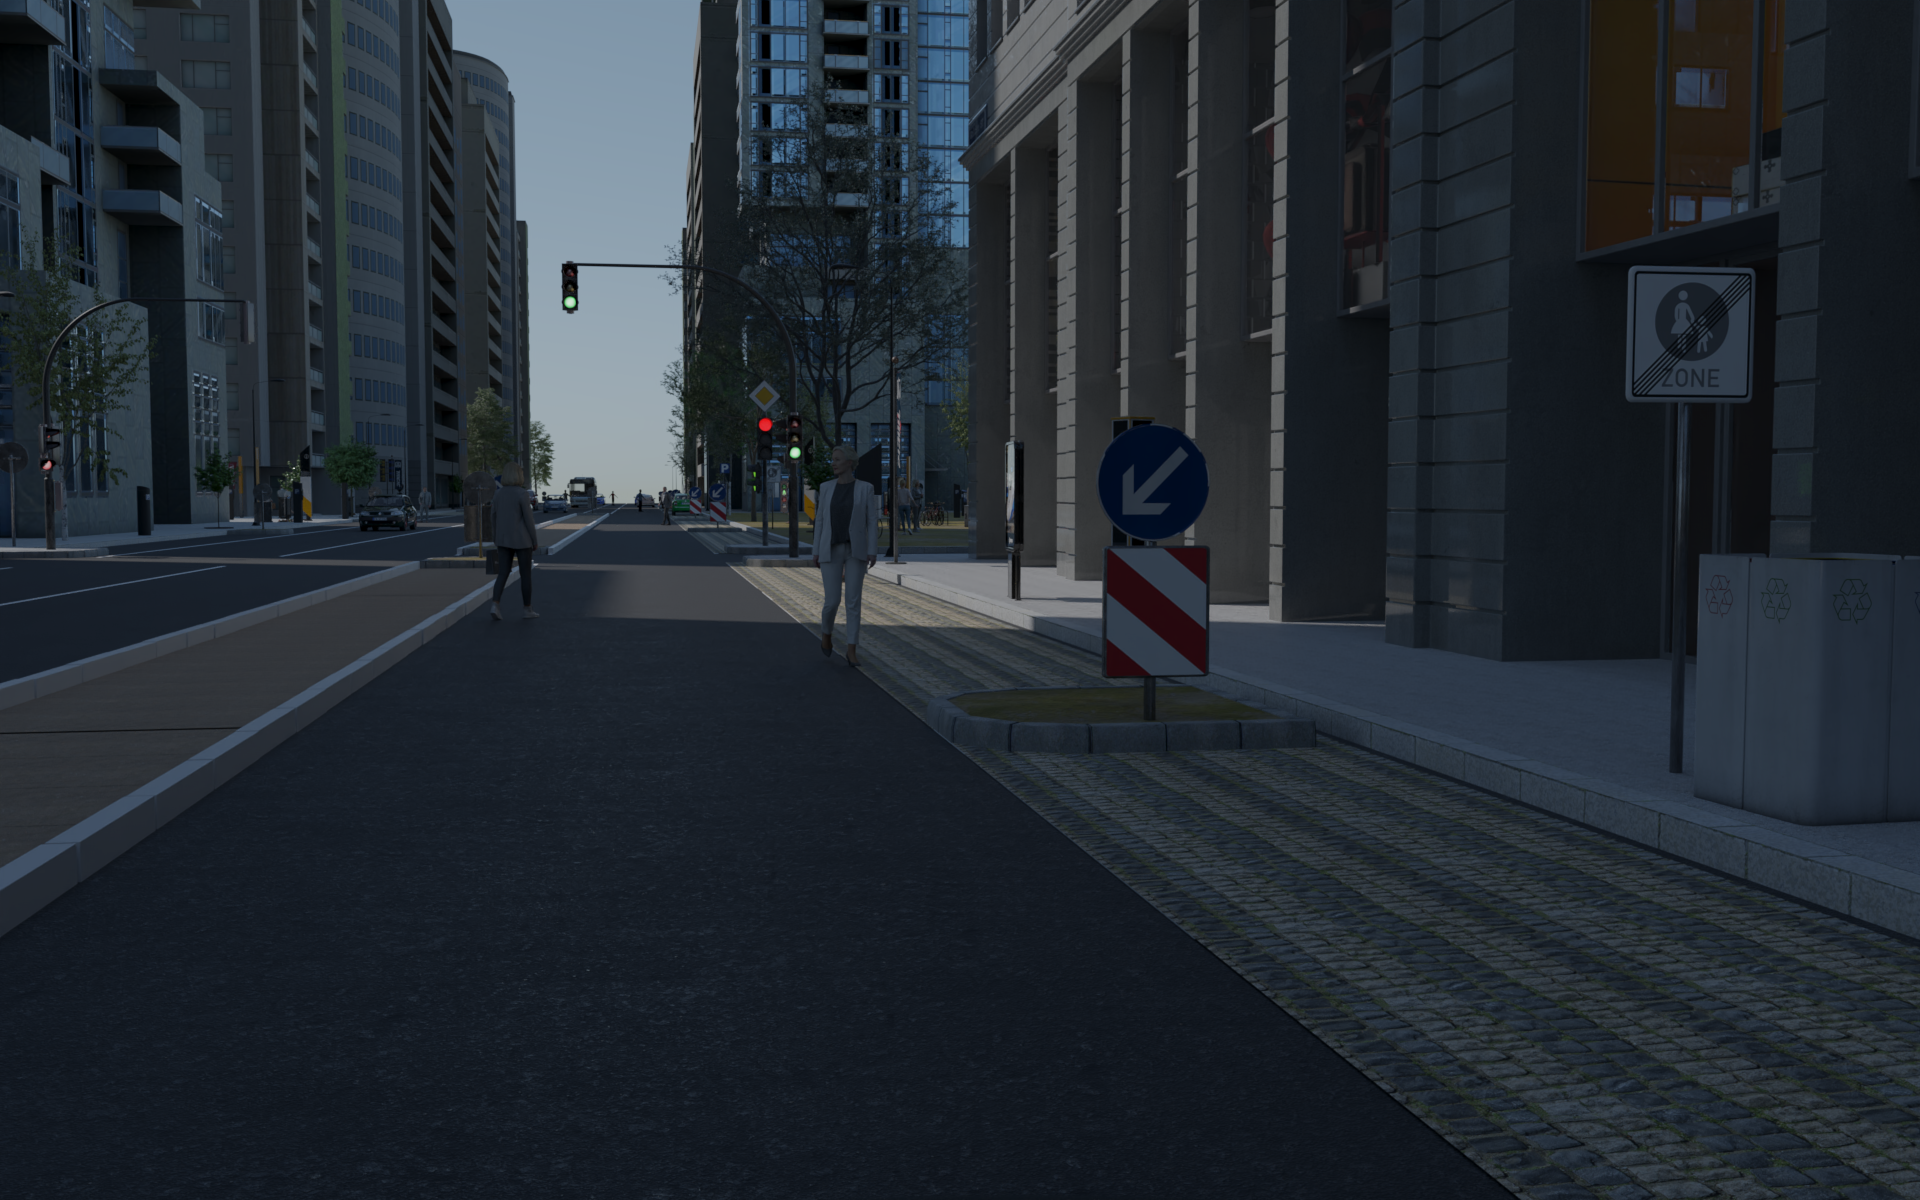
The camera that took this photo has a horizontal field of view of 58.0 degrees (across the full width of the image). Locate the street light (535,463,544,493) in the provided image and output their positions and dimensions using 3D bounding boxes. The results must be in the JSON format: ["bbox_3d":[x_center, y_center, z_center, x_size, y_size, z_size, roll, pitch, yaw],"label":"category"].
[{"bbox_3d":[-62.451,-17.395,256.940,1.470,5.913,1.316,-1,4,-10],"label":"street light"}]

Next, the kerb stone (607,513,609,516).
[{"bbox_3d":[-21.350,-5.011,104.177,0.120,0.150,1.000,-1,4,-10],"label":"kerb stone"}]

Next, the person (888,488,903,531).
[{"bbox_3d":[-2.282,-3.335,60.677,0.391,1.810,0.635,-3,4,-38],"label":"person"}]

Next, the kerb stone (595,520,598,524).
[{"bbox_3d":[-16.505,-3.411,77.962,0.120,0.150,1.000,-1,4,-10],"label":"kerb stone"}]

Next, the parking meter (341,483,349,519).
[{"bbox_3d":[-31.425,-5.064,88.515,0.255,1.863,0.399,0,4,-6],"label":"parking meter"}]

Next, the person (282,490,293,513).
[{"bbox_3d":[-35.231,-5.141,90.852,0.760,1.731,0.466,-2,4,-28],"label":"person"}]

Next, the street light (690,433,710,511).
[{"bbox_3d":[-19.642,-9.682,130.835,1.470,5.913,1.316,-1,4,-10],"label":"street light"}]

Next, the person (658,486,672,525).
[{"bbox_3d":[-13.472,-4.288,78.999,0.661,1.777,0.834,2,4,31],"label":"person"}]

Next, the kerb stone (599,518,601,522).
[{"bbox_3d":[-17.624,-3.781,84.017,0.120,0.150,1.000,-1,4,-10],"label":"kerb stone"}]

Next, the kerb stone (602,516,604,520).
[{"bbox_3d":[-18.929,-4.210,91.074,0.120,0.150,1.000,-1,4,-10],"label":"kerb stone"}]

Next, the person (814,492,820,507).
[{"bbox_3d":[-4.860,-3.404,61.802,0.679,1.850,0.850,0,4,-4],"label":"person"}]

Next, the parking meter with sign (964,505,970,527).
[{"bbox_3d":[0.933,-4.299,66.544,1.738,3.016,0.543,3,4,37],"label":"parking meter with sign"}]

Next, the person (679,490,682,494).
[{"bbox_3d":[-40.297,-14.871,248.807,1.348,1.869,0.705,-3,5,-41],"label":"person"}]

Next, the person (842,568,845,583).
[{"bbox_3d":[-1.783,-0.921,27.841,0.394,1.301,0.425,-1,4,-11],"label":"person"}]

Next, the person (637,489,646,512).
[{"bbox_3d":[-25.947,-8.089,140.743,0.705,1.826,1.348,1,4,21],"label":"person"}]

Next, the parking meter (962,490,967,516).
[{"bbox_3d":[0.274,-5.631,100.480,0.372,1.533,0.369,0,3,0],"label":"parking meter"}]

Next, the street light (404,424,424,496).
[{"bbox_3d":[-36.184,-8.696,114.718,1.470,5.913,1.316,-1,4,-10],"label":"street light"}]

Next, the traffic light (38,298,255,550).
[{"bbox_3d":[-18.882,-4.008,40.201,4.771,5.953,1.251,-1,4,-10],"label":"traffic light"}]

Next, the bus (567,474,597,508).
[{"bbox_3d":[-39.297,-11.368,180.727,2.948,3.499,13.247,-1,4,-11],"label":"bus"}]

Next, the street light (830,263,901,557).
[{"bbox_3d":[-1.918,-3.828,35.129,1.470,5.913,1.316,-1,4,-10],"label":"street light"}]

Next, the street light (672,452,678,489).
[{"bbox_3d":[-30.752,-13.384,191.369,1.470,5.913,1.316,-1,4,-10],"label":"street light"}]

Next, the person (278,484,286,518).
[{"bbox_3d":[-36.283,-5.295,92.796,0.511,1.800,0.466,-2,4,-24],"label":"person"}]

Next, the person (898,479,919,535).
[{"bbox_3d":[-1.654,-2.912,54.322,0.731,1.740,0.598,-1,4,-17],"label":"person"}]

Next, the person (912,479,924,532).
[{"bbox_3d":[-1.389,-3.181,58.239,0.526,1.800,0.537,3,5,45],"label":"person"}]

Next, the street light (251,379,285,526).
[{"bbox_3d":[-27.915,-5.956,69.924,1.470,5.913,1.316,-1,4,-10],"label":"street light"}]

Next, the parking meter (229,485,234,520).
[{"bbox_3d":[-36.342,-4.926,86.244,0.399,1.863,0.255,-2,4,-25],"label":"parking meter"}]

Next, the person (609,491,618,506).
[{"bbox_3d":[-42.733,-12.536,213.403,0.705,1.831,1.348,3,5,40],"label":"person"}]

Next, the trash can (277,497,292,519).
[{"bbox_3d":[-34.767,-4.742,89.182,0.748,1.137,0.748,0,3,0],"label":"trash can"}]

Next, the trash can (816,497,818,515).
[{"bbox_3d":[-8.064,-5.450,100.754,0.748,1.137,0.748,0,3,0],"label":"trash can"}]

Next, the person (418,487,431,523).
[{"bbox_3d":[-26.848,-4.788,86.880,0.635,1.810,0.391,-1,4,-10],"label":"person"}]

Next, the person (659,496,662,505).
[{"bbox_3d":[-37.854,-12.735,219.905,0.799,1.438,0.628,-2,4,-34],"label":"person"}]

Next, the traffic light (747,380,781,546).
[{"bbox_3d":[-4.835,-3.293,42.762,0.839,4.253,0.868,-1,4,-10],"label":"traffic light"}]

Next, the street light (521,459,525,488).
[{"bbox_3d":[-56.930,-15.553,226.833,1.470,5.913,1.316,-1,4,-10],"label":"street light"}]

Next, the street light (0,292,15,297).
[{"bbox_3d":[-22.386,-4.114,39.810,1.470,5.913,1.316,-1,4,-10],"label":"street light"}]

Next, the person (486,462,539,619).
[{"bbox_3d":[-5.197,-0.685,19.883,0.709,1.800,0.728,1,4,23],"label":"person"}]

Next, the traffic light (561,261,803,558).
[{"bbox_3d":[-5.428,-3.653,34.391,4.771,5.953,1.251,-1,4,-10],"label":"traffic light"}]

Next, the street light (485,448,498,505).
[{"bbox_3d":[-47.236,-12.346,174.402,1.470,5.913,1.316,-1,4,-10],"label":"street light"}]

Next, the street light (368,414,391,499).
[{"bbox_3d":[-33.560,-7.798,100.031,1.470,5.913,1.316,-1,4,-10],"label":"street light"}]

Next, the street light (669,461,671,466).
[{"bbox_3d":[-34.912,-14.776,214.121,1.470,5.913,1.316,-1,4,-10],"label":"street light"}]

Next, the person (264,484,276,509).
[{"bbox_3d":[-35.770,-5.086,89.321,0.853,1.813,0.709,-1,4,-9],"label":"person"}]

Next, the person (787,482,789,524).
[{"bbox_3d":[-7.402,-4.232,75.419,0.419,1.800,0.721,0,3,0],"label":"person"}]

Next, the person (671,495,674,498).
[{"bbox_3d":[-26.621,-9.266,160.932,0.756,1.711,0.436,-2,4,-35],"label":"person"}]

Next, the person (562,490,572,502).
[{"bbox_3d":[-35.303,-8.958,154.971,1.348,1.823,0.705,0,4,-8],"label":"person"}]

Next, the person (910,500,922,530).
[{"bbox_3d":[-1.518,-3.287,62.386,0.523,1.515,0.503,-2,4,-26],"label":"person"}]

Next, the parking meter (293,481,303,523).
[{"bbox_3d":[-29.508,-4.375,77.237,0.399,1.863,0.255,0,4,-5],"label":"parking meter"}]

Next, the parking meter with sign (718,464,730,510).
[{"bbox_3d":[-13.620,-6.324,99.660,0.543,3.016,1.738,-1,4,-14],"label":"parking meter with sign"}]

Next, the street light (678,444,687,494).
[{"bbox_3d":[-25.231,-11.537,161.163,1.470,5.913,1.316,-1,4,-10],"label":"street light"}]

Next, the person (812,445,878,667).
[{"bbox_3d":[-0.982,-0.382,14.619,0.514,1.842,0.818,-1,4,-15],"label":"person"}]

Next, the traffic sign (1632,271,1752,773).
[{"bbox_3d":[3.296,-0.353,7.902,0.606,2.300,0.079,-1,4,-9],"label":"traffic sign"}]

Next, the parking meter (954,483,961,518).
[{"bbox_3d":[-0.138,-5.371,93.524,0.399,1.863,0.255,0,4,5],"label":"parking meter"}]

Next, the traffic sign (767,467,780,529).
[{"bbox_3d":[-6.844,-3.735,63.195,0.606,2.300,0.079,-1,4,-8],"label":"traffic sign"}]

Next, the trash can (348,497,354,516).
[{"bbox_3d":[-35.210,-5.380,99.619,0.748,1.137,0.748,0,3,0],"label":"trash can"}]

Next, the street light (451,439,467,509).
[{"bbox_3d":[-41.851,-10.531,144.729,1.470,5.913,1.316,-1,4,-10],"label":"street light"}]

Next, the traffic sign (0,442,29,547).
[{"bbox_3d":[-23.113,-2.577,42.243,0.768,2.556,0.104,0,4,-7],"label":"traffic sign"}]

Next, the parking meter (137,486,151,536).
[{"bbox_3d":[-25.219,-2.759,53.520,0.372,1.533,0.369,0,3,0],"label":"parking meter"}]
